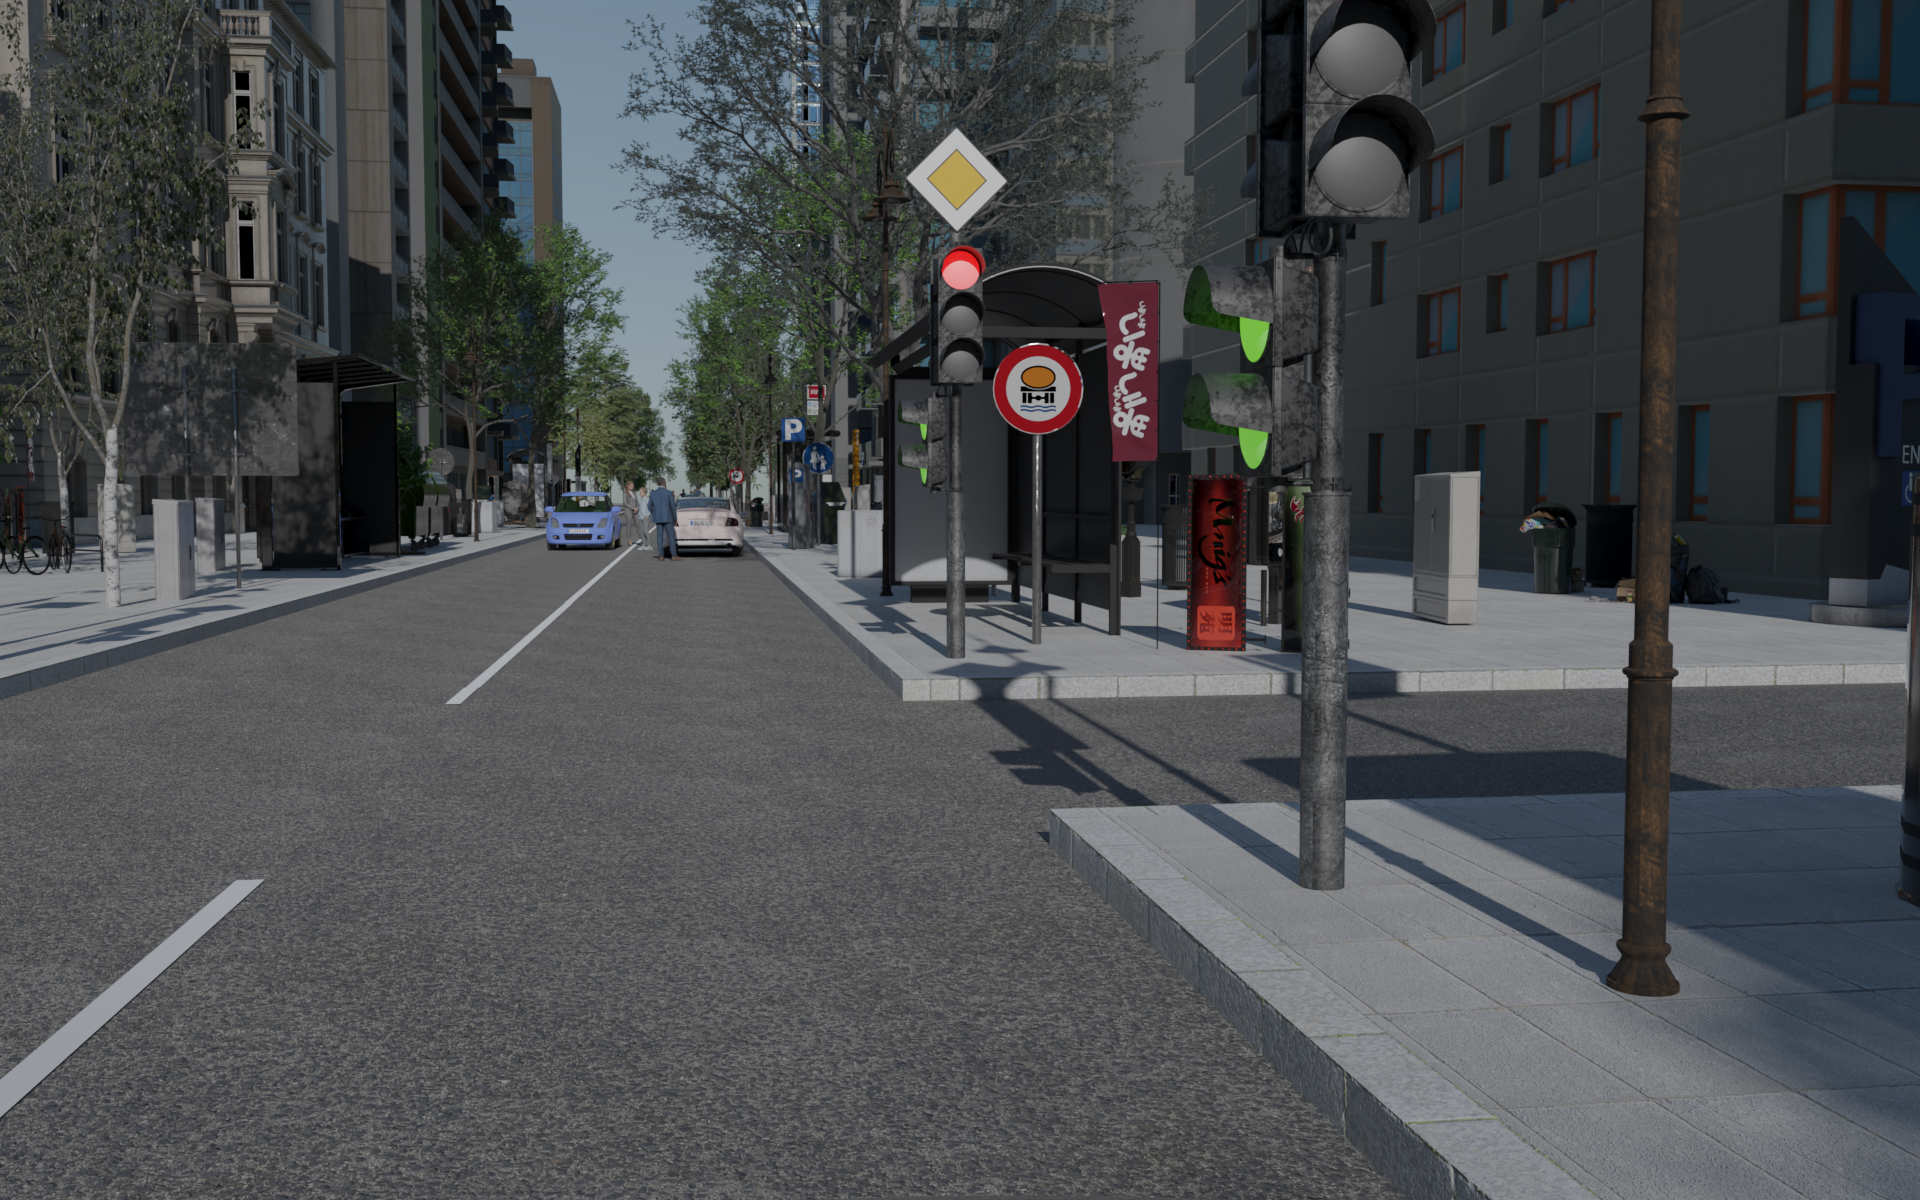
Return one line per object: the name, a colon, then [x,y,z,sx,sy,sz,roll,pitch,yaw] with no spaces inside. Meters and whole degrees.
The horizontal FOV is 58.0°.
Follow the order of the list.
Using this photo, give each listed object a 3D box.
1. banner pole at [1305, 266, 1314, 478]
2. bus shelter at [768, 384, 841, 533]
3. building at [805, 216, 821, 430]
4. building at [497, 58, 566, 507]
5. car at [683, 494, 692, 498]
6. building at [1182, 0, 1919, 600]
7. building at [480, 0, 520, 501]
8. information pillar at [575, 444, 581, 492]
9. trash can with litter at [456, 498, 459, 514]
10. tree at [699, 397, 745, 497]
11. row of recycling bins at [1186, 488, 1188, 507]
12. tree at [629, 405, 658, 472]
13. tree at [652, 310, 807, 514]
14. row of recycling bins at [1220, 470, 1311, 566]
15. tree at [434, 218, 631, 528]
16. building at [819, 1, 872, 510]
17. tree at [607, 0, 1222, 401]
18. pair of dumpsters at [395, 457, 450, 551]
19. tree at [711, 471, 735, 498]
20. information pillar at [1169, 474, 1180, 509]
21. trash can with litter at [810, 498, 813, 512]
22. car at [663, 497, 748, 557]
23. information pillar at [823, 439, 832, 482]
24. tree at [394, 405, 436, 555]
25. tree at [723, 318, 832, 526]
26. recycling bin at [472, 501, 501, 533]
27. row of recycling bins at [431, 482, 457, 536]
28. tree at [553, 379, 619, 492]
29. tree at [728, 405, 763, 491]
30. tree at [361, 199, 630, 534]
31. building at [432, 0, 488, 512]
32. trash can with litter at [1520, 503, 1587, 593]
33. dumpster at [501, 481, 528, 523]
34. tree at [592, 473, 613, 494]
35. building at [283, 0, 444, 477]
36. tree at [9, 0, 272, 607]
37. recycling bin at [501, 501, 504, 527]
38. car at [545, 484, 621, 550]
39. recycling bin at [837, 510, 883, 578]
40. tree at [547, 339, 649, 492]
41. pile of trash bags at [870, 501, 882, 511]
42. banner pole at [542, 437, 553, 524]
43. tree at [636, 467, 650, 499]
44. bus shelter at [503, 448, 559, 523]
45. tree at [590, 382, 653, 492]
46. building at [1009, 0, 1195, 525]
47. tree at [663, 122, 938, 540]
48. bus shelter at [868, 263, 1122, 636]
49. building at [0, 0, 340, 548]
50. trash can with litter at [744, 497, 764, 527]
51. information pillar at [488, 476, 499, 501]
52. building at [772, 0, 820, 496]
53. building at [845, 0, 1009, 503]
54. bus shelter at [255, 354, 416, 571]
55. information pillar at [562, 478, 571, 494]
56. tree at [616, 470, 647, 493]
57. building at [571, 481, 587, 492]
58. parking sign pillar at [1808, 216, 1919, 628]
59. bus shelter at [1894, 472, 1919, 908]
banner pole: [3.882,-1.795,19.365,0.401,3.779,0.863,1,4,11]
bus shelter: [-5.569,-5.089,60.838,2.179,5.291,8.768,-1,4,-9]
building: [-5.635,-31.393,205.164,32.217,40.220,23.993,-1,4,-9]
building: [-49.206,-32.531,181.993,14.600,45.320,14.200,-1,4,-9]
car: [-17.588,-6.280,114.483,2.131,1.459,4.920,0,4,-7]
building: [22.535,-11.682,36.046,28.899,21.520,27.650,-1,4,-9]
building: [-45.999,-29.229,132.522,22.147,44.769,28.867,-1,4,-9]
information pillar: [-17.861,-5.486,81.050,0.183,3.616,0.504,-3,4,-36]
trash can with litter: [-17.968,-2.988,60.242,1.055,1.170,0.624,1,4,21]
tree: [-26.682,-16.830,193.304,7.486,12.596,7.792,0,3,0]
row of recycling bins: [7.881,-2.653,50.494,1.069,1.692,3.534,-2,4,-32]
tree: [-31.393,-13.803,160.087,7.601,10.594,8.767,0,4,-3]
tree: [-13.533,-11.521,105.374,9.611,12.733,9.660,0,3,0]
row of recycling bins: [5.576,-1.498,31.597,1.069,1.692,3.534,-1,4,-22]
tree: [-15.980,-8.507,64.850,9.928,11.665,9.643,0,3,0]
building: [-1.002,-36.727,142.481,21.231,58.520,28.212,-1,4,-9]
tree: [-1.080,-7.313,29.938,12.009,13.543,11.850,0,3,0]
pair of dumpsters: [-13.039,-2.331,40.610,1.574,2.255,4.437,-1,4,-9]
tree: [-28.575,-13.738,208.336,4.285,4.588,4.351,0,3,0]
information pillar: [7.796,-3.581,63.046,0.304,2.012,0.304,2,4,28]
trash can with litter: [-4.514,-2.388,50.439,0.624,1.170,1.055,1,4,16]
car: [-6.031,-1.740,40.805,2.083,1.381,4.827,0,4,-7]
information pillar: [-5.699,-5.055,74.009,0.504,3.616,0.183,1,4,12]
tree: [-12.023,-2.576,36.713,1.663,3.219,1.824,0,3,0]
tree: [-7.398,-7.254,68.966,4.360,8.622,3.978,0,3,0]
recycling bin: [-15.684,-2.723,57.082,0.722,1.027,0.722,0,4,0]
row of recycling bins: [-16.415,-2.873,54.089,1.069,1.692,3.534,0,4,-8]
tree: [-23.387,-9.722,109.324,4.737,8.622,4.395,0,3,0]
tree: [-15.837,-10.679,124.962,4.737,8.622,4.395,0,3,0]
tree: [-15.241,-7.339,54.399,7.601,10.594,8.767,0,4,1]
building: [-41.888,-29.593,107.555,21.300,48.544,21.600,-1,4,-9]
trash can with litter: [7.749,-0.681,22.519,0.624,1.170,1.055,3,4,37]
dumpster: [-19.193,-4.235,75.007,1.264,1.857,1.865,-1,4,-9]
tree: [-27.339,-8.504,133.643,1.663,3.219,1.824,0,3,0]
building: [-35.630,-24.901,90.720,14.154,41.232,14.086,-1,4,-9]
tree: [-9.758,-4.235,19.603,4.360,8.622,3.978,0,3,0]
recycling bin: [-18.046,-3.332,67.035,0.722,1.027,0.722,-1,4,-14]
car: [-9.798,-2.178,45.201,1.945,1.707,3.694,0,4,-7]
recycling bin: [-1.478,-0.877,26.899,0.722,1.027,0.722,1,4,10]
tree: [-26.634,-12.767,126.866,7.486,12.596,7.792,0,3,0]
pile of trash bags: [-1.669,-2.385,48.741,1.912,1.369,3.447,1,4,19]
banner pole: [-17.886,-5.211,75.210,0.401,3.779,0.863,-3,5,-42]
tree: [-40.531,-16.330,217.364,4.360,8.622,3.978,0,3,0]
bus shelter: [-19.652,-5.240,79.603,2.014,3.302,5.546,-1,4,-9]
tree: [-33.599,-15.929,177.445,9.611,12.733,9.660,0,3,0]
building: [15.365,-23.697,79.333,32.217,40.220,23.993,-1,4,-9]
tree: [-3.926,-7.520,48.712,9.928,11.665,9.643,0,3,0]
bus shelter: [0.328,-1.468,17.926,2.014,3.302,5.546,-1,4,-9]
building: [-29.509,-14.529,56.634,14.460,24.649,34.723,-1,4,-9]
trash can with litter: [-8.026,-3.403,67.027,0.624,1.170,1.055,-3,4,-38]
information pillar: [-18.739,-3.981,69.574,0.304,2.012,0.304,1,4,17]
building: [-13.923,-56.183,231.261,22.319,86.520,31.000,-1,4,-9]
building: [4.934,-30.242,114.058,23.786,49.044,30.456,-1,4,-9]
bus shelter: [-11.379,-2.487,31.941,1.731,3.624,6.357,-1,4,-9]
information pillar: [-18.548,-4.723,81.719,0.304,2.012,0.304,-3,5,-44]
tree: [-38.910,-13.719,208.025,4.285,4.588,4.351,0,3,0]
building: [-65.225,-32.542,223.944,32.217,40.220,23.993,-1,4,-9]
parking sign pillar: [9.241,-1.752,17.111,1.447,3.967,1.447,-2,4,-28]
bus shelter: [3.759,-1.448,1.302,2.179,5.291,8.768,-1,4,-9]
